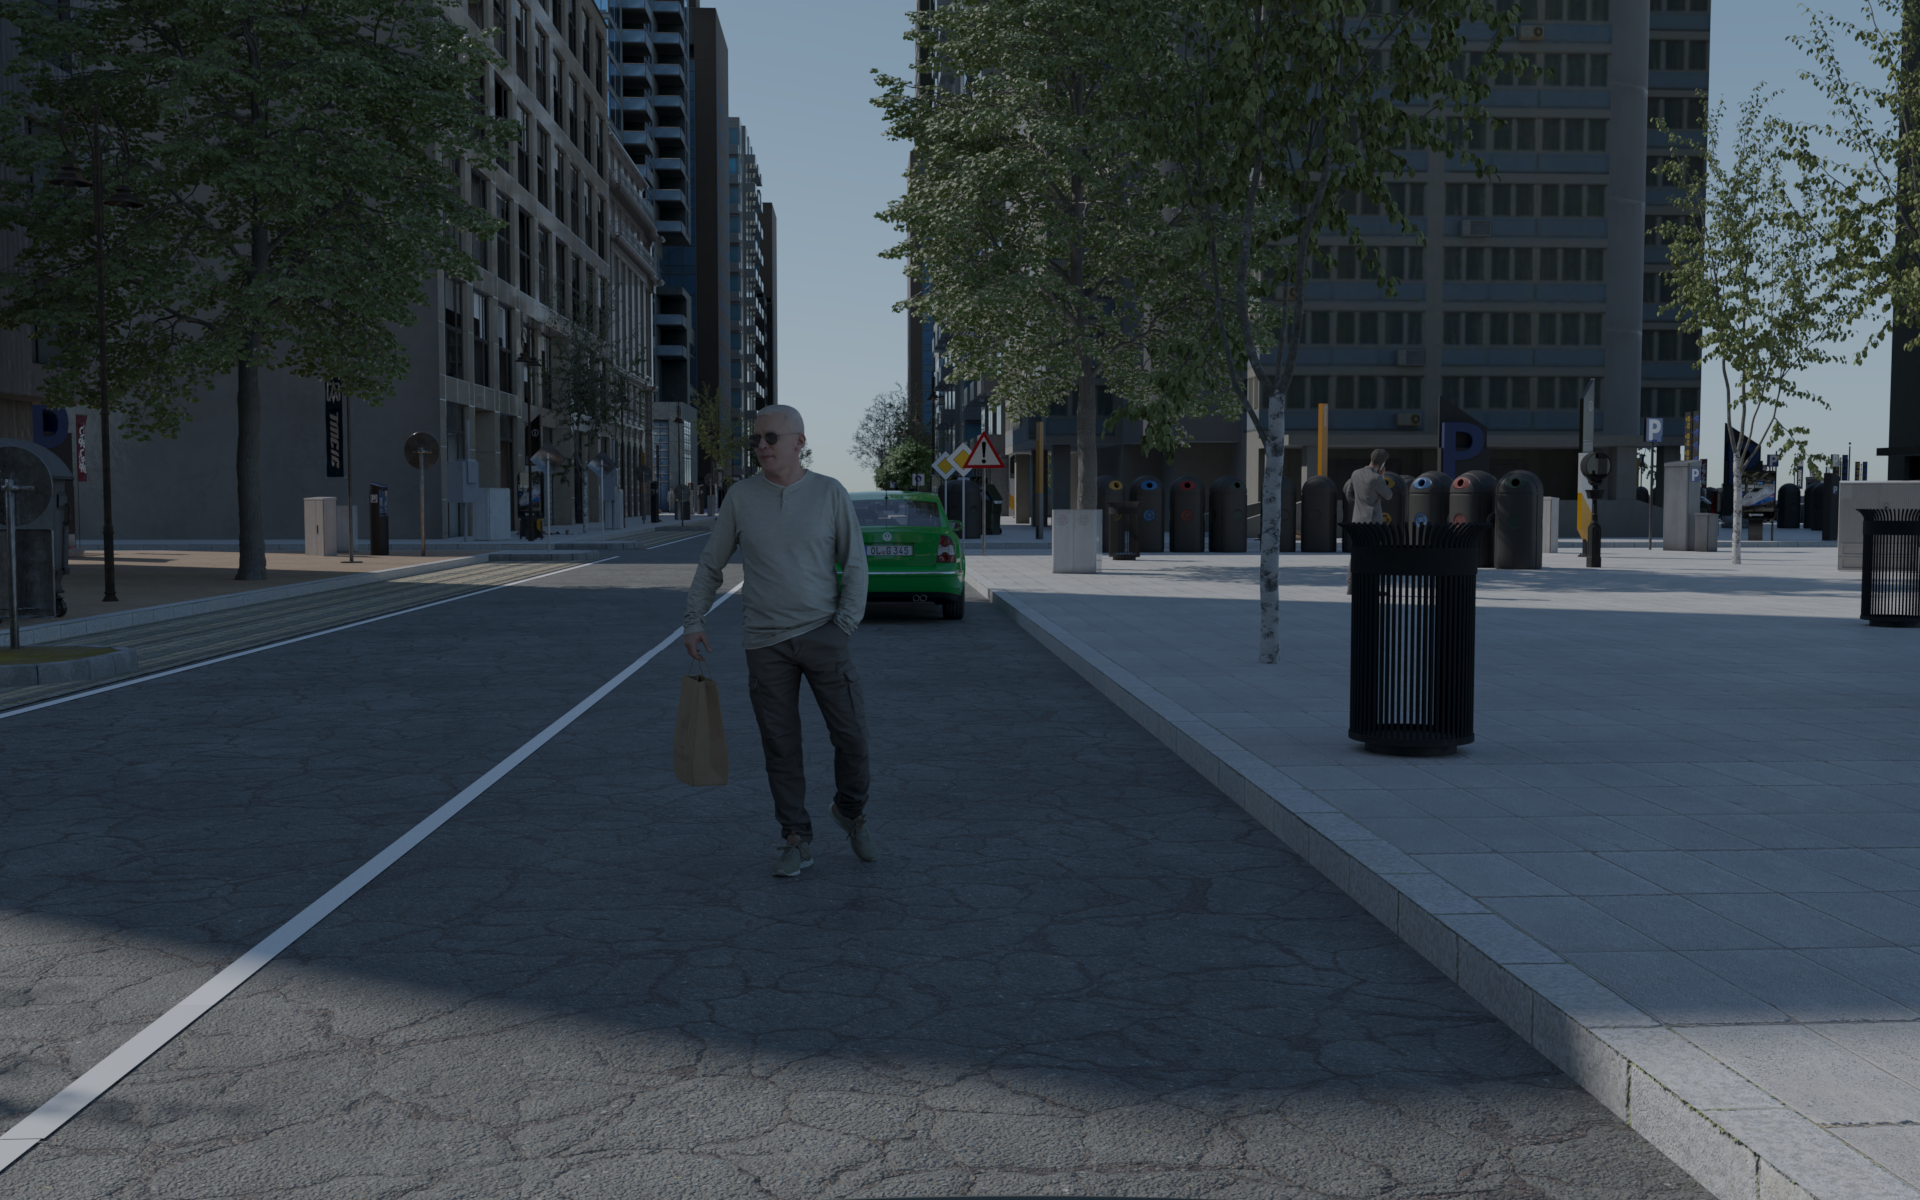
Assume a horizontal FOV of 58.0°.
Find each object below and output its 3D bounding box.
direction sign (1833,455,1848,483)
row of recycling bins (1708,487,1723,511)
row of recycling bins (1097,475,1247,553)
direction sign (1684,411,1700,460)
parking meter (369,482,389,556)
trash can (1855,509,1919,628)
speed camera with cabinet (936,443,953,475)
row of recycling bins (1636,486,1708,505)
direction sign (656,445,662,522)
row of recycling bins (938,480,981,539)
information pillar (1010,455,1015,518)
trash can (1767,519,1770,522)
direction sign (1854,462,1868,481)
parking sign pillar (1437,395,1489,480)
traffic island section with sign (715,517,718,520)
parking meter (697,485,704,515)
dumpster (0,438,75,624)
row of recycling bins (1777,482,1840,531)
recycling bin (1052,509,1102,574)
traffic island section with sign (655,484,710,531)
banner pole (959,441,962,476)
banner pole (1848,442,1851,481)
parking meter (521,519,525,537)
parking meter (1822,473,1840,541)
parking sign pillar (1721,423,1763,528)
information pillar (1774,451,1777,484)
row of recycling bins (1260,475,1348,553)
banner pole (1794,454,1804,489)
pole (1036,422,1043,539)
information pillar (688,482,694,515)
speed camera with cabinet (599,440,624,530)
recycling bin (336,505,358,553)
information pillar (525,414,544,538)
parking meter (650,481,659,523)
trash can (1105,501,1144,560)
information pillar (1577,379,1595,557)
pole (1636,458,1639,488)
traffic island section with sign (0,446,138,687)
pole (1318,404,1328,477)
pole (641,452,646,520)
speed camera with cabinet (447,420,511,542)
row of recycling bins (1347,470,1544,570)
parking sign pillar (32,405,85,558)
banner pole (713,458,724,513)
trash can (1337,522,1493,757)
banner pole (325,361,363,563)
[{"bbox_3d":[50.546,-6.574,99.489,0.876,3.537,0.379,0,4,-6],"label":"direction sign"},{"bbox_3d":[48.578,-6.315,110.362,3.534,1.692,1.069,-3,5,-43],"label":"row of recycling bins"},{"bbox_3d":[4.541,-1.902,38.205,3.534,1.692,1.069,0,4,-1],"label":"row of recycling bins"},{"bbox_3d":[20.108,-3.403,47.642,0.379,3.537,0.876,0,4,-1],"label":"direction sign"},{"bbox_3d":[-12.152,-1.701,36.228,0.372,1.533,0.369,0,3,0],"label":"parking meter"},{"bbox_3d":[9.092,-0.315,16.806,0.748,1.137,0.748,0,3,0],"label":"trash can"},{"bbox_3d":[-0.712,-4.462,67.292,0.660,3.252,2.038,-1,4,-9],"label":"speed camera with cabinet"},{"bbox_3d":[37.081,-5.108,90.627,3.534,1.692,1.069,1,4,23],"label":"row of recycling bins"},{"bbox_3d":[-13.948,-5.381,79.976,0.379,3.537,0.876,0,4,-3],"label":"direction sign"},{"bbox_3d":[-0.082,-2.686,51.026,1.069,1.692,3.534,0,4,-8],"label":"row of recycling bins"},{"bbox_3d":[2.907,-6.169,92.209,0.504,3.616,0.183,0,4,1],"label":"information pillar"},{"bbox_3d":[37.576,-4.228,80.788,0.748,1.137,0.748,0,3,0],"label":"trash can"},{"bbox_3d":[62.593,-7.852,120.369,0.876,3.537,0.379,0,4,-2],"label":"direction sign"},{"bbox_3d":[13.682,-3.587,47.113,1.447,3.967,1.447,0,4,3],"label":"parking sign pillar"},{"bbox_3d":[-12.413,-5.295,95.207,1.989,1.847,2.006,0,4,-3],"label":"traffic island section with sign"},{"bbox_3d":[-16.311,-6.307,108.834,0.399,1.863,0.255,-3,5,-43],"label":"parking meter"},{"bbox_3d":[-9.843,-0.702,17.242,1.264,1.857,1.865,0,4,-3],"label":"dumpster"},{"bbox_3d":[32.234,-3.491,64.192,3.534,1.692,1.069,2,4,26],"label":"row of recycling bins"},{"bbox_3d":[1.910,-0.956,28.179,0.722,1.027,0.722,1,4,13],"label":"recycling bin"},{"bbox_3d":[-10.814,-3.611,67.674,1.989,1.847,2.006,0,4,-3],"label":"traffic island section with sign"},{"bbox_3d":[-0.014,-5.637,82.177,0.401,3.779,0.863,0,4,6],"label":"banner pole"},{"bbox_3d":[42.955,-5.731,83.714,0.401,3.779,0.863,2,4,26],"label":"banner pole"},{"bbox_3d":[-12.986,-2.833,52.033,0.399,1.863,0.255,0,4,-7],"label":"parking meter"},{"bbox_3d":[23.968,-2.566,47.666,0.399,1.863,0.255,-2,4,-29],"label":"parking meter"},{"bbox_3d":[29.468,-4.692,65.180,1.447,3.967,1.447,0,4,8],"label":"parking sign pillar"},{"bbox_3d":[44.154,-6.267,93.824,0.183,3.616,0.504,1,4,17],"label":"information pillar"},{"bbox_3d":[8.395,-1.898,38.146,3.534,1.692,1.069,1,4,13],"label":"row of recycling bins"},{"bbox_3d":[51.552,-7.131,106.615,0.401,3.779,0.863,-2,4,-24],"label":"banner pole"},{"bbox_3d":[2.251,-3.374,49.014,0.158,3.312,0.155,0,3,0],"label":"pole"},{"bbox_3d":[-16.589,-6.260,106.839,0.304,2.012,0.304,-3,4,-37],"label":"information pillar"},{"bbox_3d":[-12.630,-4.183,62.732,0.660,3.252,2.038,0,4,-3],"label":"speed camera with cabinet"},{"bbox_3d":[-13.693,-1.568,38.185,0.722,1.027,0.722,-1,4,-13],"label":"recycling bin"},{"bbox_3d":[-12.457,-3.627,50.648,0.504,3.616,0.183,1,4,10],"label":"information pillar"},{"bbox_3d":[-13.594,-4.367,77.112,0.255,1.863,0.399,1,4,14],"label":"parking meter"},{"bbox_3d":[3.196,-1.346,33.656,0.748,1.137,0.748,0,3,0],"label":"trash can"},{"bbox_3d":[12.719,-2.681,35.194,0.183,3.616,0.504,3,5,44],"label":"information pillar"},{"bbox_3d":[38.027,-6.328,97.299,0.158,3.312,0.155,0,3,0],"label":"pole"},{"bbox_3d":[-7.683,-0.304,13.591,1.989,1.847,2.006,0,4,-3],"label":"traffic island section with sign"},{"bbox_3d":[8.193,-2.771,39.149,0.158,3.312,0.155,0,3,0],"label":"pole"},{"bbox_3d":[-15.523,-5.573,84.962,0.158,3.312,0.155,0,3,0],"label":"pole"},{"bbox_3d":[-13.084,-3.227,47.098,0.660,3.252,2.038,1,4,22],"label":"speed camera with cabinet"},{"bbox_3d":[8.715,-1.445,30.740,1.069,1.692,3.534,-3,5,-41],"label":"row of recycling bins"},{"bbox_3d":[-18.535,-2.844,34.973,1.447,3.967,1.447,1,4,10],"label":"parking sign pillar"},{"bbox_3d":[-16.646,-7.895,119.098,0.863,3.779,0.401,0,4,5],"label":"banner pole"},{"bbox_3d":[2.256,0.185,8.636,0.748,1.137,0.748,0,3,0],"label":"trash can"},{"bbox_3d":[-11.543,-2.586,32.292,0.863,3.779,0.401,2,4,30],"label":"banner pole"}]
